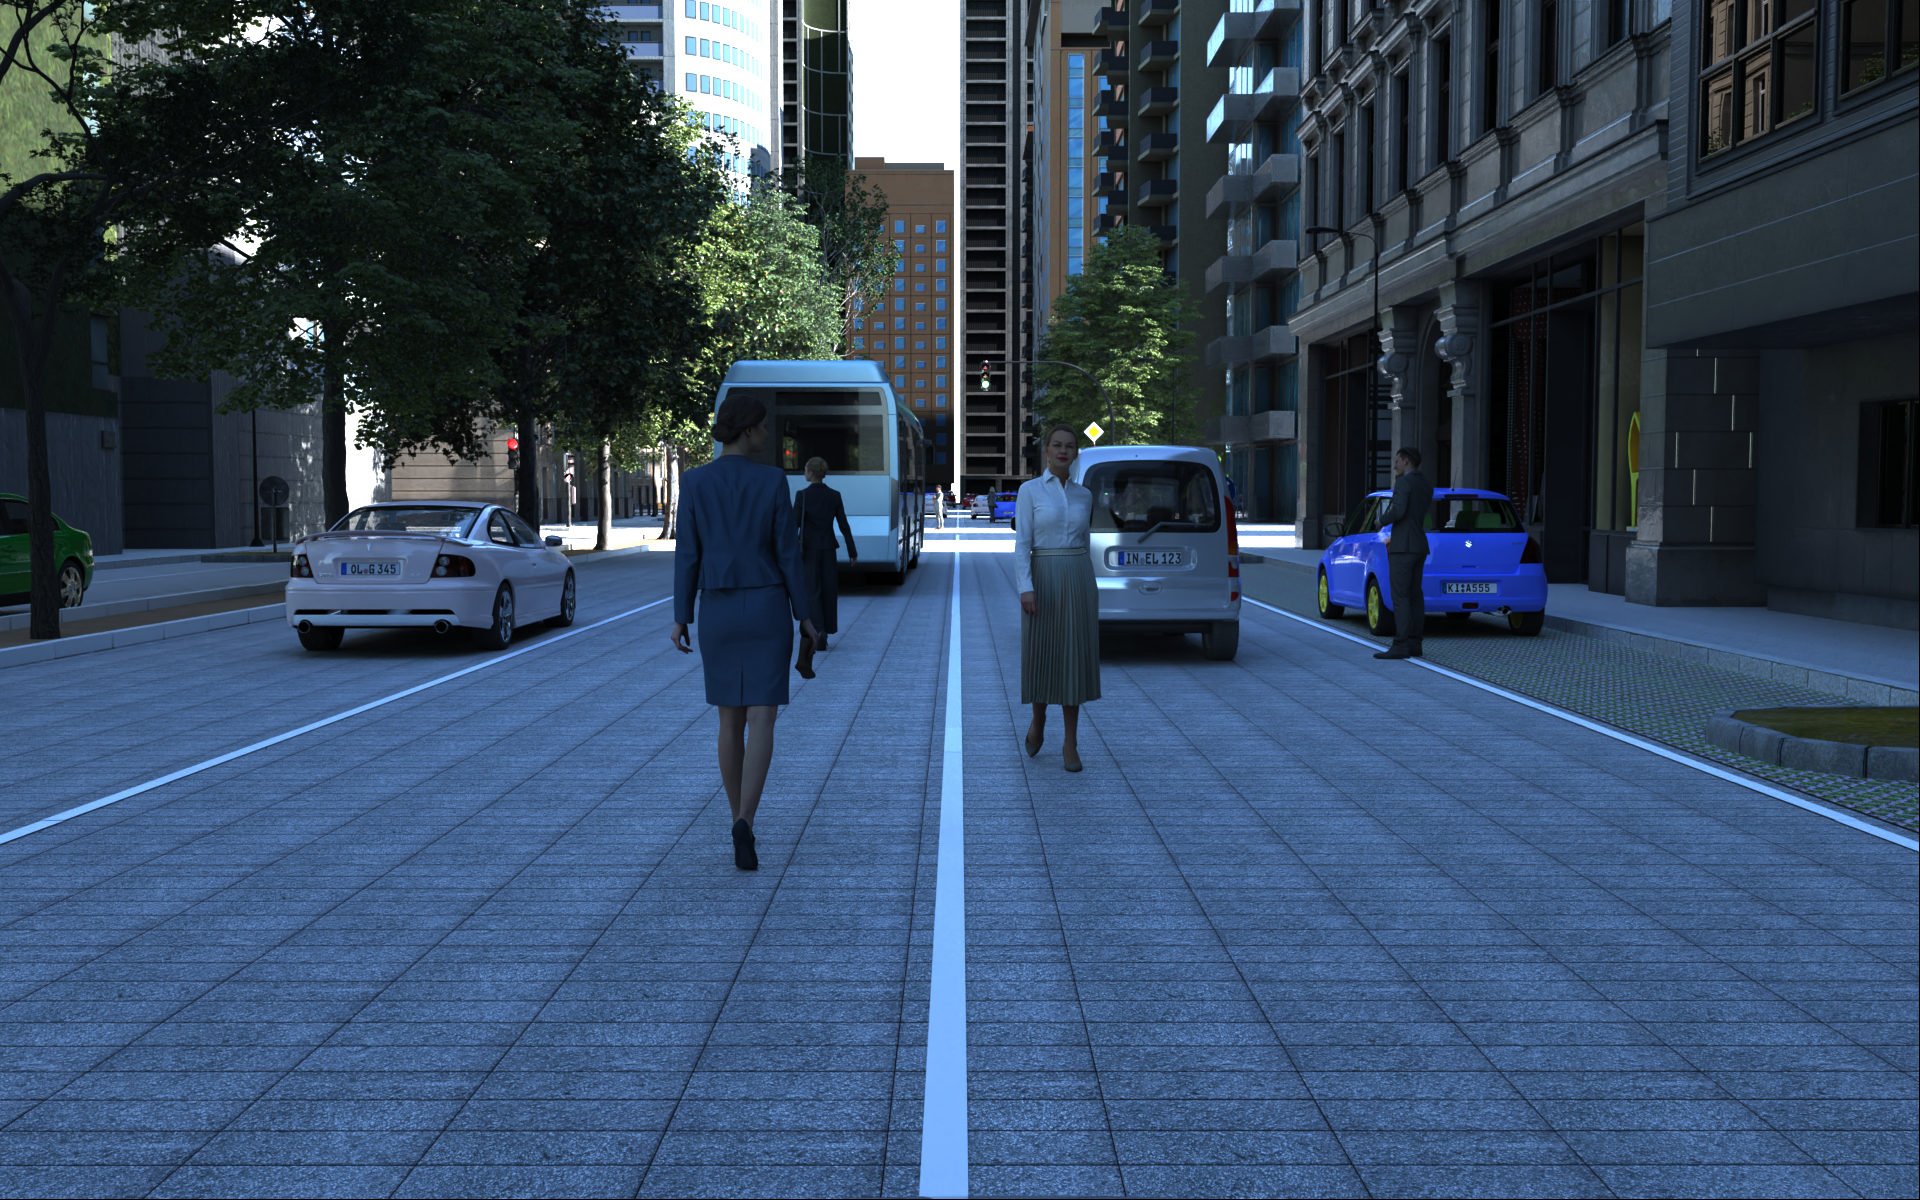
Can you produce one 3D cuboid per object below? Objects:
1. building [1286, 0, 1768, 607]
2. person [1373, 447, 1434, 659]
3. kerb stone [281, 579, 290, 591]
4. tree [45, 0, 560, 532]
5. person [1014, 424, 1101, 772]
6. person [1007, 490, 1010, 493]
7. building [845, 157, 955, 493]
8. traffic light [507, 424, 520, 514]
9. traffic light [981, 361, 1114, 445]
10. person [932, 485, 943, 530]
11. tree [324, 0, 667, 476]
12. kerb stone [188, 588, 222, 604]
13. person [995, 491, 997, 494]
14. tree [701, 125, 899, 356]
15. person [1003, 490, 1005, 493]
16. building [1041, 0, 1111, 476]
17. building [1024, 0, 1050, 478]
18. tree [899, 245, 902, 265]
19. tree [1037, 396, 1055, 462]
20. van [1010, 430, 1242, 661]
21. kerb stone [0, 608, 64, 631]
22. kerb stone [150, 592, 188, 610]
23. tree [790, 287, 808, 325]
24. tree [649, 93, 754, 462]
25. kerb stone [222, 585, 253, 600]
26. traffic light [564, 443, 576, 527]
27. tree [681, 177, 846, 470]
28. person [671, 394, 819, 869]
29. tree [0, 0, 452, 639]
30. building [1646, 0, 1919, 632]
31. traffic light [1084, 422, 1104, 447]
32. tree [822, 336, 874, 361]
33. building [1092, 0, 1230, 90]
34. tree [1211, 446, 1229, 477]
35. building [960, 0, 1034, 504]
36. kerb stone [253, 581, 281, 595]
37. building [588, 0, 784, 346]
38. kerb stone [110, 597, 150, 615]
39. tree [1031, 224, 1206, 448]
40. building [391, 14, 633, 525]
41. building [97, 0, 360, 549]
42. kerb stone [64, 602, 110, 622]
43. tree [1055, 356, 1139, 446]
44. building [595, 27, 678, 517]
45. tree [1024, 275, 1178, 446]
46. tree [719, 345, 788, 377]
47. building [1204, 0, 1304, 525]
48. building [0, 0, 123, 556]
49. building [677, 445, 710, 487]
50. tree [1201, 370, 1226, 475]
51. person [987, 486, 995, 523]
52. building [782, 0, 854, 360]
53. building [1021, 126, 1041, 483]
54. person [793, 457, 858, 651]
[{"bbox_3d":[12.323,-11.495,38.856,10.553,20.767,40.483,0,3,0],"label":"building"},{"bbox_3d":[3.862,-0.423,15.224,0.447,1.846,0.655,3,5,39],"label":"person"},{"bbox_3d":[-10.018,-0.222,25.832,0.120,0.150,1.000,0,3,0],"label":"kerb stone"},{"bbox_3d":[-9.165,-6.399,25.208,7.486,12.596,7.792,0,3,0],"label":"tree"},{"bbox_3d":[0.491,-0.026,9.157,0.478,1.798,0.641,-1,4,-9],"label":"person"},{"bbox_3d":[4.256,-8.737,151.282,1.348,1.831,0.705,0,4,-8],"label":"person"},{"bbox_3d":[-7.845,-35.647,232.941,14.200,45.320,14.600,0,3,0],"label":"building"},{"bbox_3d":[-15.187,-4.301,59.244,0.839,4.253,0.868,0,3,0],"label":"traffic light"},{"bbox_3d":[3.082,-5.166,59.133,4.771,5.953,1.251,0,3,0],"label":"traffic light"},{"bbox_3d":[-0.920,-3.732,69.703,0.466,1.800,0.511,-3,5,-42],"label":"person"},{"bbox_3d":[-8.862,-7.085,35.306,9.611,12.733,9.660,0,3,0],"label":"tree"},{"bbox_3d":[-10.013,-0.035,22.762,0.120,0.150,1.000,0,3,0],"label":"kerb stone"},{"bbox_3d":[4.111,-11.426,195.185,0.599,1.838,0.709,-3,5,-43],"label":"person"},{"bbox_3d":[-10.315,-14.142,89.571,12.611,20.169,13.585,0,3,0],"label":"tree"},{"bbox_3d":[4.082,-9.210,159.111,0.705,1.821,1.348,-2,4,-25],"label":"person"},{"bbox_3d":[14.544,-30.852,154.533,14.600,45.320,14.200,0,3,0],"label":"building"},{"bbox_3d":[21.331,-35.834,175.120,28.713,52.752,27.495,0,3,0],"label":"building"},{"bbox_3d":[-10.282,-15.245,107.601,12.611,20.169,13.585,0,3,0],"label":"tree"},{"bbox_3d":[7.252,-10.626,124.099,4.737,8.622,4.395,0,3,0],"label":"tree"},{"bbox_3d":[1.512,-0.565,16.248,2.013,2.044,4.112,0,4,-2],"label":"van"},{"bbox_3d":[-10.004,0.216,18.660,0.120,0.150,1.000,0,3,0],"label":"kerb stone"},{"bbox_3d":[-10.007,0.028,21.740,0.120,0.150,1.000,0,3,0],"label":"kerb stone"},{"bbox_3d":[-9.048,-8.243,54.239,9.611,12.733,9.660,0,3,0],"label":"tree"},{"bbox_3d":[-9.211,-7.570,44.353,7.486,12.596,7.792,0,3,0],"label":"tree"},{"bbox_3d":[-10.011,-0.097,23.787,0.120,0.150,1.000,0,3,0],"label":"kerb stone"},{"bbox_3d":[-13.102,-5.664,67.266,4.771,5.953,1.251,0,3,0],"label":"traffic light"},{"bbox_3d":[-9.015,-9.877,70.600,9.857,13.997,8.962,0,3,0],"label":"tree"},{"bbox_3d":[-0.874,0.107,6.775,0.581,1.822,0.654,1,4,13],"label":"person"},{"bbox_3d":[-9.004,-4.909,17.124,8.767,10.594,7.601,0,3,0],"label":"tree"},{"bbox_3d":[14.264,-11.282,3.534,14.314,24.678,30.058,0,3,0],"label":"building"},{"bbox_3d":[5.168,-4.791,67.261,0.839,4.253,0.868,0,3,0],"label":"traffic light"},{"bbox_3d":[-8.917,-12.377,122.946,7.486,12.596,7.792,0,3,0],"label":"tree"},{"bbox_3d":[21.027,-28.791,125.354,22.147,44.769,28.867,0,3,0],"label":"building"},{"bbox_3d":[10.030,-4.519,68.490,1.663,3.219,1.824,0,3,0],"label":"tree"},{"bbox_3d":[10.277,-48.760,235.482,20.611,71.187,20.563,0,3,0],"label":"building"},{"bbox_3d":[-10.015,-0.149,24.810,0.120,0.150,1.000,0,3,0],"label":"kerb stone"},{"bbox_3d":[-27.776,-37.553,155.983,21.231,58.520,28.212,0,3,0],"label":"building"},{"bbox_3d":[-10.015,0.090,20.718,0.120,0.150,1.000,0,3,0],"label":"kerb stone"},{"bbox_3d":[6.769,-9.515,73.698,7.486,12.596,7.792,0,3,0],"label":"tree"},{"bbox_3d":[-22.992,-17.239,79.124,12.463,27.353,25.104,0,3,0],"label":"building"},{"bbox_3d":[-31.504,-30.898,47.176,28.212,58.520,21.231,0,3,0],"label":"building"},{"bbox_3d":[-10.004,0.153,19.691,0.120,0.150,1.000,0,3,0],"label":"kerb stone"},{"bbox_3d":[7.410,-8.459,88.671,4.737,8.622,4.395,0,3,0],"label":"tree"},{"bbox_3d":[-24.654,-19.320,101.780,13.634,28.700,20.117,0,3,0],"label":"building"},{"bbox_3d":[8.281,-11.965,102.287,9.857,13.997,8.962,0,3,0],"label":"tree"},{"bbox_3d":[-8.933,-8.725,79.516,8.767,10.594,7.601,0,3,0],"label":"tree"},{"bbox_3d":[26.659,-28.129,79.524,30.456,49.044,23.786,0,3,0],"label":"building"},{"bbox_3d":[-24.865,-15.745,29.134,14.160,30.474,14.107,0,3,0],"label":"building"},{"bbox_3d":[-24.096,-17.750,119.886,12.332,23.373,15.834,0,3,0],"label":"building"},{"bbox_3d":[15.489,-8.934,96.425,4.737,8.622,4.395,0,3,0],"label":"tree"},{"bbox_3d":[1.484,-4.645,84.623,0.537,1.800,0.526,-3,5,-39],"label":"person"},{"bbox_3d":[-25.254,-48.783,235.856,20.611,71.187,20.563,0,3,0],"label":"building"},{"bbox_3d":[18.440,-33.578,203.628,22.147,44.769,28.867,0,3,0],"label":"building"},{"bbox_3d":[-1.267,-0.432,15.983,0.534,1.772,0.576,3,5,42],"label":"person"}]
